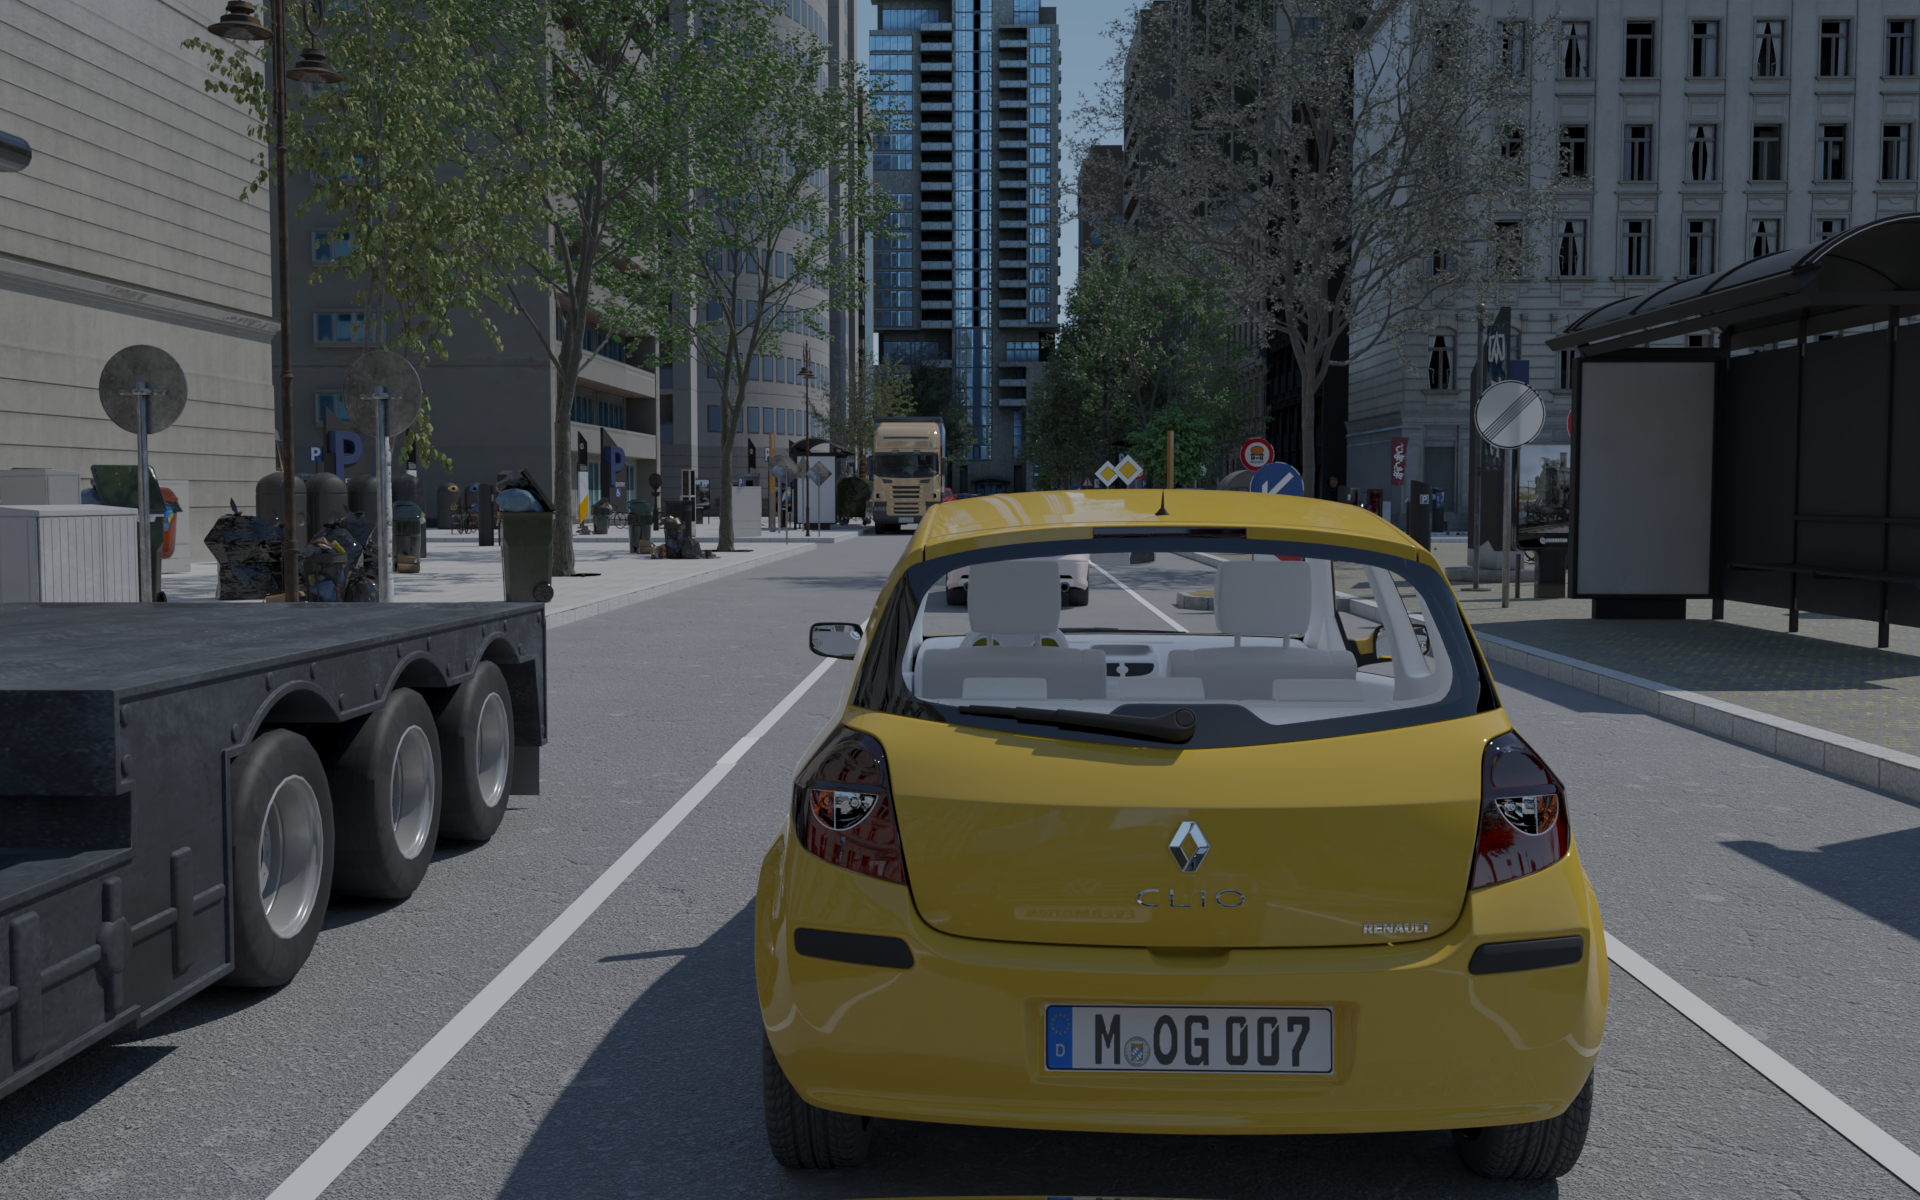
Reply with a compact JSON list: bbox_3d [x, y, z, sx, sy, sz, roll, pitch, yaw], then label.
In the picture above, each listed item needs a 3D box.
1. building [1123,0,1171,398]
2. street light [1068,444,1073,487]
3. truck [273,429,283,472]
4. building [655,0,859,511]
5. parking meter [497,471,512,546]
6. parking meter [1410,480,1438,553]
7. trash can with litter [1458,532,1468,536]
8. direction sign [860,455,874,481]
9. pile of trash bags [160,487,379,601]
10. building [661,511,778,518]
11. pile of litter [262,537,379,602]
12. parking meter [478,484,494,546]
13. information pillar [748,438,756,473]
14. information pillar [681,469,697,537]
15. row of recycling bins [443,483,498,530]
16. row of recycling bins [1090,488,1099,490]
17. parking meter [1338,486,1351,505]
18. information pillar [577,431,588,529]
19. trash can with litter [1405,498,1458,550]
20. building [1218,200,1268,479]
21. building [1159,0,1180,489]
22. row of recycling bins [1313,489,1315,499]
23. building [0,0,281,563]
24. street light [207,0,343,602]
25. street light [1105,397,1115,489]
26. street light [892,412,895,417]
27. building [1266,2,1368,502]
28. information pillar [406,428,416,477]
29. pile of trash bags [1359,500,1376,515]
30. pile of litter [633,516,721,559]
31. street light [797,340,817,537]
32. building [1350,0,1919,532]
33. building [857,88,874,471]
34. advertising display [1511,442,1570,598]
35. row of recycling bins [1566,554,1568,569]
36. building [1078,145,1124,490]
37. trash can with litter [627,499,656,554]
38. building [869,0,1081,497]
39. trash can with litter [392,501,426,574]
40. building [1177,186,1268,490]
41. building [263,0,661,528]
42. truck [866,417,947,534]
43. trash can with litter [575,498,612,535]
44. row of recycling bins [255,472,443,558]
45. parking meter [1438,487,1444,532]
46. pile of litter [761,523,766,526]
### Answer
[{"bbox_3d":[27.215,-33.286,167.924,21.300,48.544,21.600,0,4,1],"label":"building"},{"bbox_3d":[8.079,-9.400,126.473,0.468,5.910,1.993,0,4,1],"label":"street light"},{"bbox_3d":[-23.134,-3.200,48.240,9.791,3.379,3.469,0,4,0],"label":"truck"},{"bbox_3d":[-21.372,-38.154,165.809,21.231,58.520,28.212,0,4,1],"label":"building"},{"bbox_3d":[-11.245,-2.270,42.831,0.255,1.863,0.399,1,4,10],"label":"parking meter"},{"bbox_3d":[8.294,-1.393,31.184,0.372,1.533,0.369,0,3,0],"label":"parking meter"},{"bbox_3d":[15.860,-2.617,53.843,2.233,1.210,1.678,1,4,14],"label":"trash can with litter"},{"bbox_3d":[-5.440,-6.707,101.657,0.876,3.537,0.379,1,4,19],"label":"direction sign"},{"bbox_3d":[-8.891,-0.736,21.788,3.447,1.369,1.912,1,4,11],"label":"pile of trash bags"},{"bbox_3d":[-18.829,-34.555,106.979,21.231,58.520,28.212,0,4,1],"label":"building"},{"bbox_3d":[-6.589,-0.225,17.643,1.719,0.858,1.176,-2,4,-25],"label":"pile of litter"},{"bbox_3d":[-11.689,-2.097,42.704,0.372,1.533,0.369,0,3,0],"label":"parking meter"},{"bbox_3d":[-8.710,-4.962,72.482,0.183,3.616,0.504,2,4,26],"label":"information pillar"},{"bbox_3d":[-8.074,-2.878,51.555,0.304,2.012,0.304,2,4,26],"label":"information pillar"},{"bbox_3d":[-17.203,-3.420,63.032,3.534,1.692,1.069,-1,4,-11],"label":"row of recycling bins"},{"bbox_3d":[9.470,-6.605,115.100,1.069,1.692,3.534,2,4,27],"label":"row of recycling bins"},{"bbox_3d":[11.488,-2.654,51.808,0.372,1.533,0.369,0,3,0],"label":"parking meter"},{"bbox_3d":[-14.062,-4.477,64.560,0.183,3.616,0.504,2,4,26],"label":"information pillar"},{"bbox_3d":[10.189,-1.772,40.022,1.678,1.210,2.233,3,4,39],"label":"trash can with litter"},{"bbox_3d":[20.753,-14.283,98.159,10.561,19.102,19.286,0,4,1],"label":"building"},{"bbox_3d":[26.720,-43.265,145.636,20.563,71.187,20.611,0,4,1],"label":"building"},{"bbox_3d":[11.448,-3.440,63.362,3.534,1.692,1.069,-2,4,-23],"label":"row of recycling bins"},{"bbox_3d":[-35.714,-15.358,27.521,44.131,29.872,17.030,0,4,1],"label":"building"},{"bbox_3d":[-5.487,-2.525,14.072,0.468,5.910,1.993,0,4,1],"label":"street light"},{"bbox_3d":[7.091,-6.695,82.251,0.468,5.910,1.993,0,4,1],"label":"street light"},{"bbox_3d":[-3.711,-7.595,96.968,0.468,5.910,1.993,0,4,1],"label":"street light"},{"bbox_3d":[21.671,-15.339,80.478,12.332,23.373,15.834,0,4,1],"label":"building"},{"bbox_3d":[-19.130,-4.222,60.381,0.183,3.616,0.504,1,4,17],"label":"information pillar"},{"bbox_3d":[27.981,-6.891,122.414,3.447,1.369,1.912,2,4,25],"label":"pile of trash bags"},{"bbox_3d":[-5.638,-1.255,34.489,1.719,0.858,1.176,2,4,26],"label":"pile of litter"},{"bbox_3d":[-4.599,-4.855,52.162,0.468,5.910,1.993,0,4,1],"label":"street light"},{"bbox_3d":[24.008,-13.074,62.917,18.267,20.994,9.793,0,4,1],"label":"building"},{"bbox_3d":[-16.966,-32.860,187.378,14.200,45.320,14.600,0,4,1],"label":"building"},{"bbox_3d":[7.287,-0.987,21.347,0.974,1.923,0.123,0,4,-8],"label":"advertising display"},{"bbox_3d":[11.303,-1.311,28.547,1.069,1.692,3.534,-1,4,-23],"label":"row of recycling bins"},{"bbox_3d":[22.655,-35.170,225.141,14.200,45.320,14.600,0,4,1],"label":"building"},{"bbox_3d":[-6.772,-1.582,37.258,0.624,1.170,1.055,-2,4,-27],"label":"trash can with litter"},{"bbox_3d":[0.148,-56.007,228.390,31.000,86.520,22.319,0,4,1],"label":"building"},{"bbox_3d":[-9.020,-1.040,28.396,0.624,1.170,1.055,-2,4,-24],"label":"trash can with litter"},{"bbox_3d":[20.223,-16.411,117.479,9.793,20.994,18.267,0,4,1],"label":"building"},{"bbox_3d":[-25.787,-27.577,74.581,21.300,48.544,21.600,0,4,1],"label":"building"},{"bbox_3d":[-1.850,-4.662,65.142,2.839,4.237,11.283,0,4,0],"label":"truck"},{"bbox_3d":[-11.536,-2.641,54.562,1.055,1.170,0.624,-2,4,-32],"label":"trash can with litter"},{"bbox_3d":[-11.859,-1.612,33.472,1.069,1.692,3.534,2,4,35],"label":"row of recycling bins"},{"bbox_3d":[16.000,-3.031,57.960,0.372,1.533,0.369,0,3,0],"label":"parking meter"},{"bbox_3d":[-8.575,-3.444,70.272,1.176,0.858,1.719,-2,4,-32],"label":"pile of litter"}]
